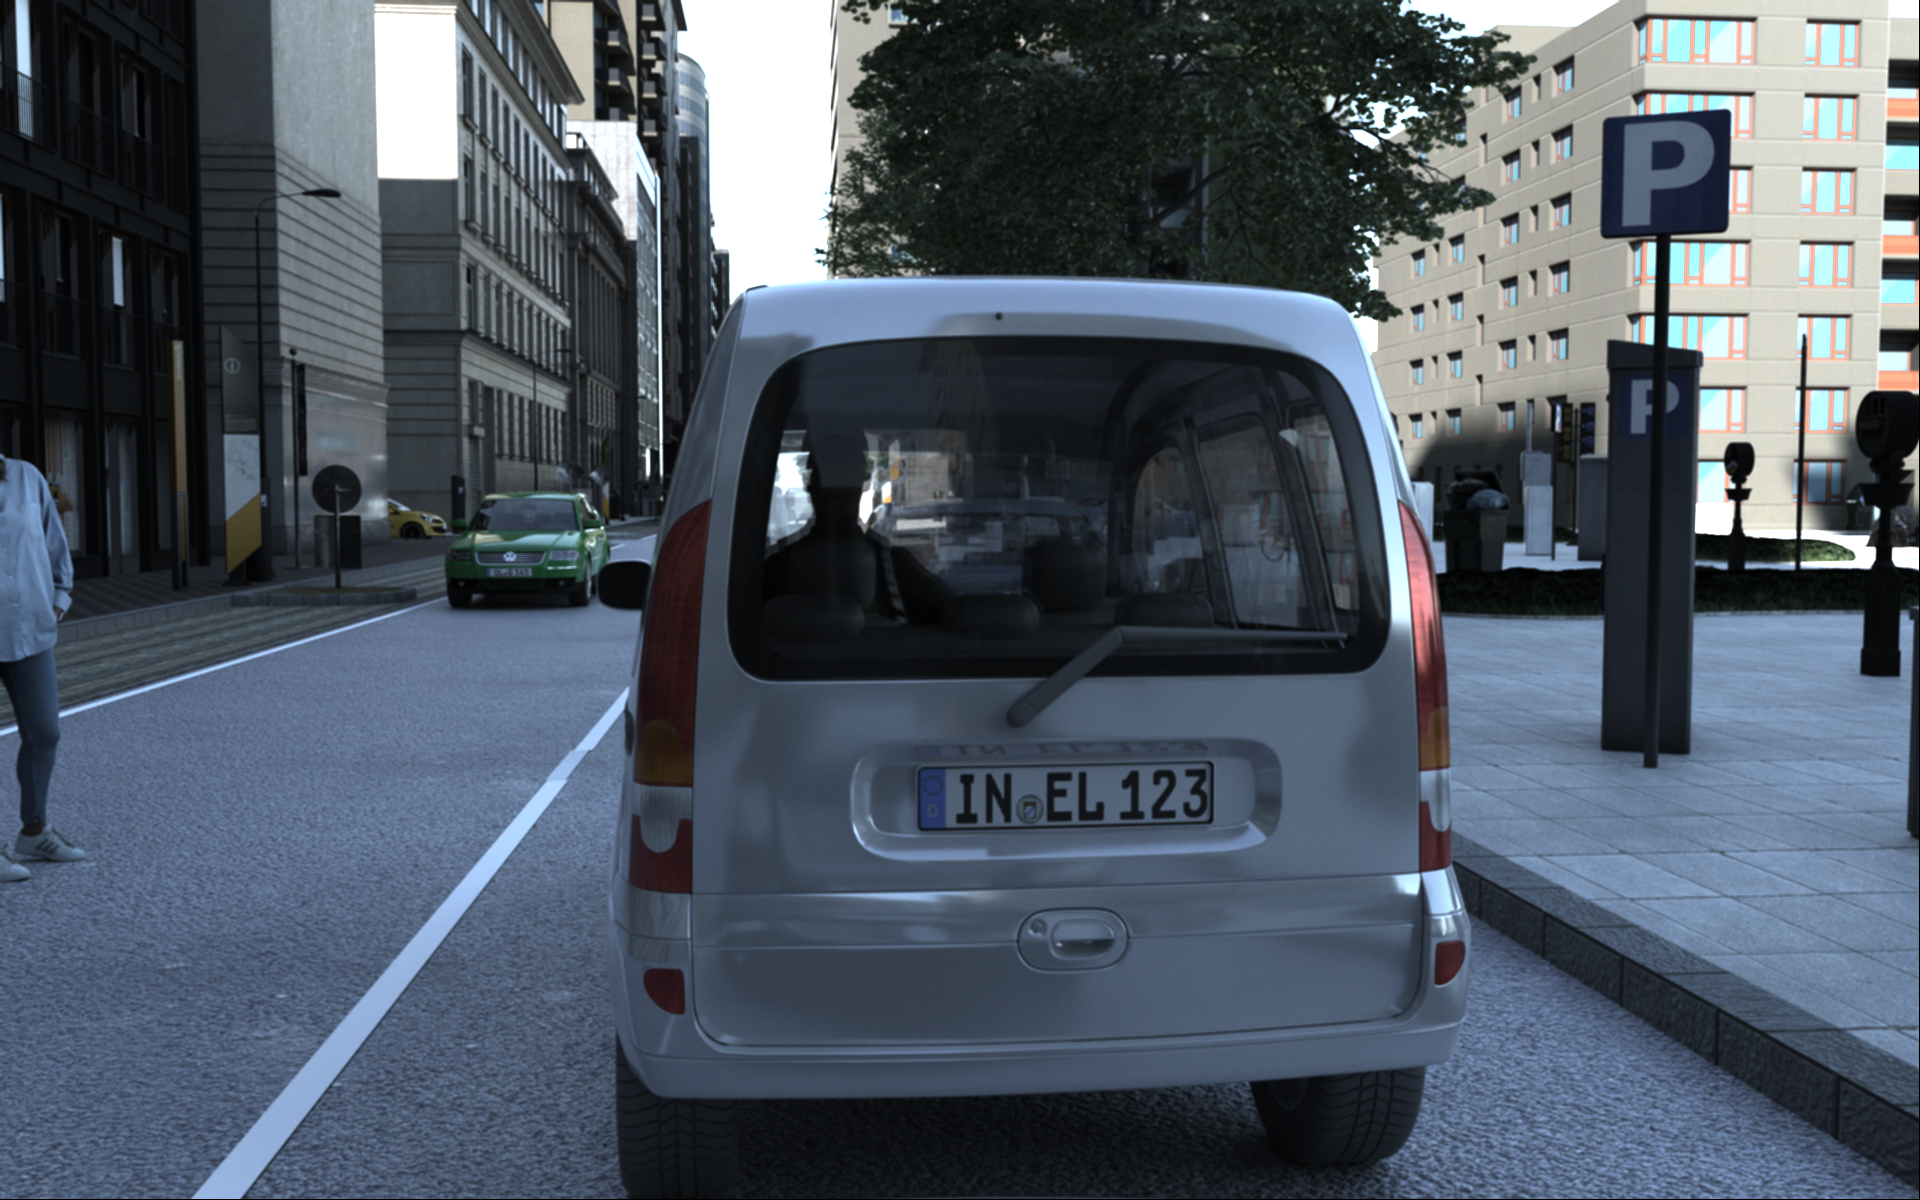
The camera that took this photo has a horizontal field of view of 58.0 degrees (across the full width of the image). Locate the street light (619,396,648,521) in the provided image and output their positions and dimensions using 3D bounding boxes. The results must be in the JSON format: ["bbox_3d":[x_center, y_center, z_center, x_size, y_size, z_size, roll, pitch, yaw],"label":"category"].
[{"bbox_3d":[-15.477,-6.701,82.100,1.470,5.913,1.316,0,4,-6],"label":"street light"}]

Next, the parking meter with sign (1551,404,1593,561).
[{"bbox_3d":[12.247,-2.257,33.164,1.738,3.016,0.543,2,4,29],"label":"parking meter with sign"}]

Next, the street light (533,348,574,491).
[{"bbox_3d":[-13.012,-5.063,55.323,1.470,5.913,1.316,0,4,-6],"label":"street light"}]

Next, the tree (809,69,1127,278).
[{"bbox_3d":[0.197,-7.096,41.782,9.928,11.665,9.643,0,3,0],"label":"tree"}]

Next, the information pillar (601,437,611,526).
[{"bbox_3d":[-14.442,-4.844,70.560,0.183,3.616,0.504,1,4,14],"label":"information pillar"}]

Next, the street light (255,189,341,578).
[{"bbox_3d":[-10.112,-3.297,26.447,1.470,5.913,1.316,0,4,-6],"label":"street light"}]

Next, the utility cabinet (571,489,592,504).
[{"bbox_3d":[-15.680,-3.857,71.737,0.318,1.500,1.173,1,4,19],"label":"utility cabinet"}]

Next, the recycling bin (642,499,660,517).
[{"bbox_3d":[-17.360,-5.189,97.391,0.722,1.027,0.722,2,4,27],"label":"recycling bin"}]

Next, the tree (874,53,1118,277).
[{"bbox_3d":[0.851,-4.724,27.603,4.737,8.622,4.395,0,3,0],"label":"tree"}]

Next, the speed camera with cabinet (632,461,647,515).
[{"bbox_3d":[-19.397,-6.751,104.707,0.660,3.252,2.038,-1,4,-19],"label":"speed camera with cabinet"}]

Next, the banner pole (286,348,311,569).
[{"bbox_3d":[-11.270,-2.419,29.567,0.401,3.779,0.863,-3,4,-37],"label":"banner pole"}]

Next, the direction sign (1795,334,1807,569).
[{"bbox_3d":[12.098,-2.013,24.913,0.379,3.537,0.876,2,4,27],"label":"direction sign"}]

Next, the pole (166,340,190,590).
[{"bbox_3d":[-10.435,-1.790,23.108,0.158,3.312,0.155,0,3,0],"label":"pole"}]

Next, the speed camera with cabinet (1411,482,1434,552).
[{"bbox_3d":[5.722,-1.858,24.722,2.038,3.252,0.660,3,5,45],"label":"speed camera with cabinet"}]

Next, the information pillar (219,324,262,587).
[{"bbox_3d":[-10.034,-2.005,24.136,0.504,3.616,0.183,-3,4,-37],"label":"information pillar"}]

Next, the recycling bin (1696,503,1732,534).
[{"bbox_3d":[20.319,-2.094,46.793,0.722,1.027,0.722,-2,4,-34],"label":"recycling bin"}]

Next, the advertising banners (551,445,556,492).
[{"bbox_3d":[-14.241,-3.947,60.728,0.090,3.025,2.074,-1,4,-9],"label":"advertising banners"}]

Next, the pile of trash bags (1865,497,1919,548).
[{"bbox_3d":[23.581,-1.975,42.037,3.447,1.369,1.912,-3,4,-38],"label":"pile of trash bags"}]

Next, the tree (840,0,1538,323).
[{"bbox_3d":[2.002,-6.100,17.858,7.486,12.596,7.792,0,3,0],"label":"tree"}]

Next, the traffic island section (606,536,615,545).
[{"bbox_3d":[-10.734,-1.557,47.730,2.009,0.180,2.903,0,4,-6],"label":"traffic island section"}]

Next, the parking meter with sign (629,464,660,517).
[{"bbox_3d":[-17.981,-6.269,98.763,1.738,3.016,0.543,-3,5,-39],"label":"parking meter with sign"}]

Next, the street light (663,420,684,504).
[{"bbox_3d":[-18.039,-8.332,108.761,1.470,5.913,1.316,0,4,-6],"label":"street light"}]

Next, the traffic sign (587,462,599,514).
[{"bbox_3d":[-14.865,-4.349,71.117,0.884,2.594,0.081,0,4,-3],"label":"traffic sign"}]

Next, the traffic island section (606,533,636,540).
[{"bbox_3d":[-11.507,-2.043,55.678,2.009,0.180,2.903,0,4,-6],"label":"traffic island section"}]

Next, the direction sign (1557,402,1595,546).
[{"bbox_3d":[15.288,-3.122,43.043,0.876,3.537,0.379,2,4,26],"label":"direction sign"}]

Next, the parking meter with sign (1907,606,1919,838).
[{"bbox_3d":[4.419,-0.611,6.244,1.738,3.016,0.543,0,4,-1],"label":"parking meter with sign"}]

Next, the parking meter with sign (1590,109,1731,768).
[{"bbox_3d":[3.547,-0.767,8.808,0.543,3.016,1.738,1,4,22],"label":"parking meter with sign"}]

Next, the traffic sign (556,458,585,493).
[{"bbox_3d":[-10.711,-2.693,47.671,0.795,2.450,0.064,0,4,-6],"label":"traffic sign"}]

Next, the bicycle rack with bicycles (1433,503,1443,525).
[{"bbox_3d":[17.748,-3.275,66.927,2.925,0.926,2.852,2,4,30],"label":"bicycle rack with bicycles"}]

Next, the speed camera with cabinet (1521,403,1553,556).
[{"bbox_3d":[12.340,-2.604,36.915,0.660,3.252,2.038,1,4,15],"label":"speed camera with cabinet"}]

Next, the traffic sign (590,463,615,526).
[{"bbox_3d":[-11.484,-3.179,55.618,0.795,2.450,0.064,0,4,-6],"label":"traffic sign"}]

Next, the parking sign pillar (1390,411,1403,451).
[{"bbox_3d":[9.616,-3.168,40.263,1.447,3.967,1.447,-1,4,-19],"label":"parking sign pillar"}]
